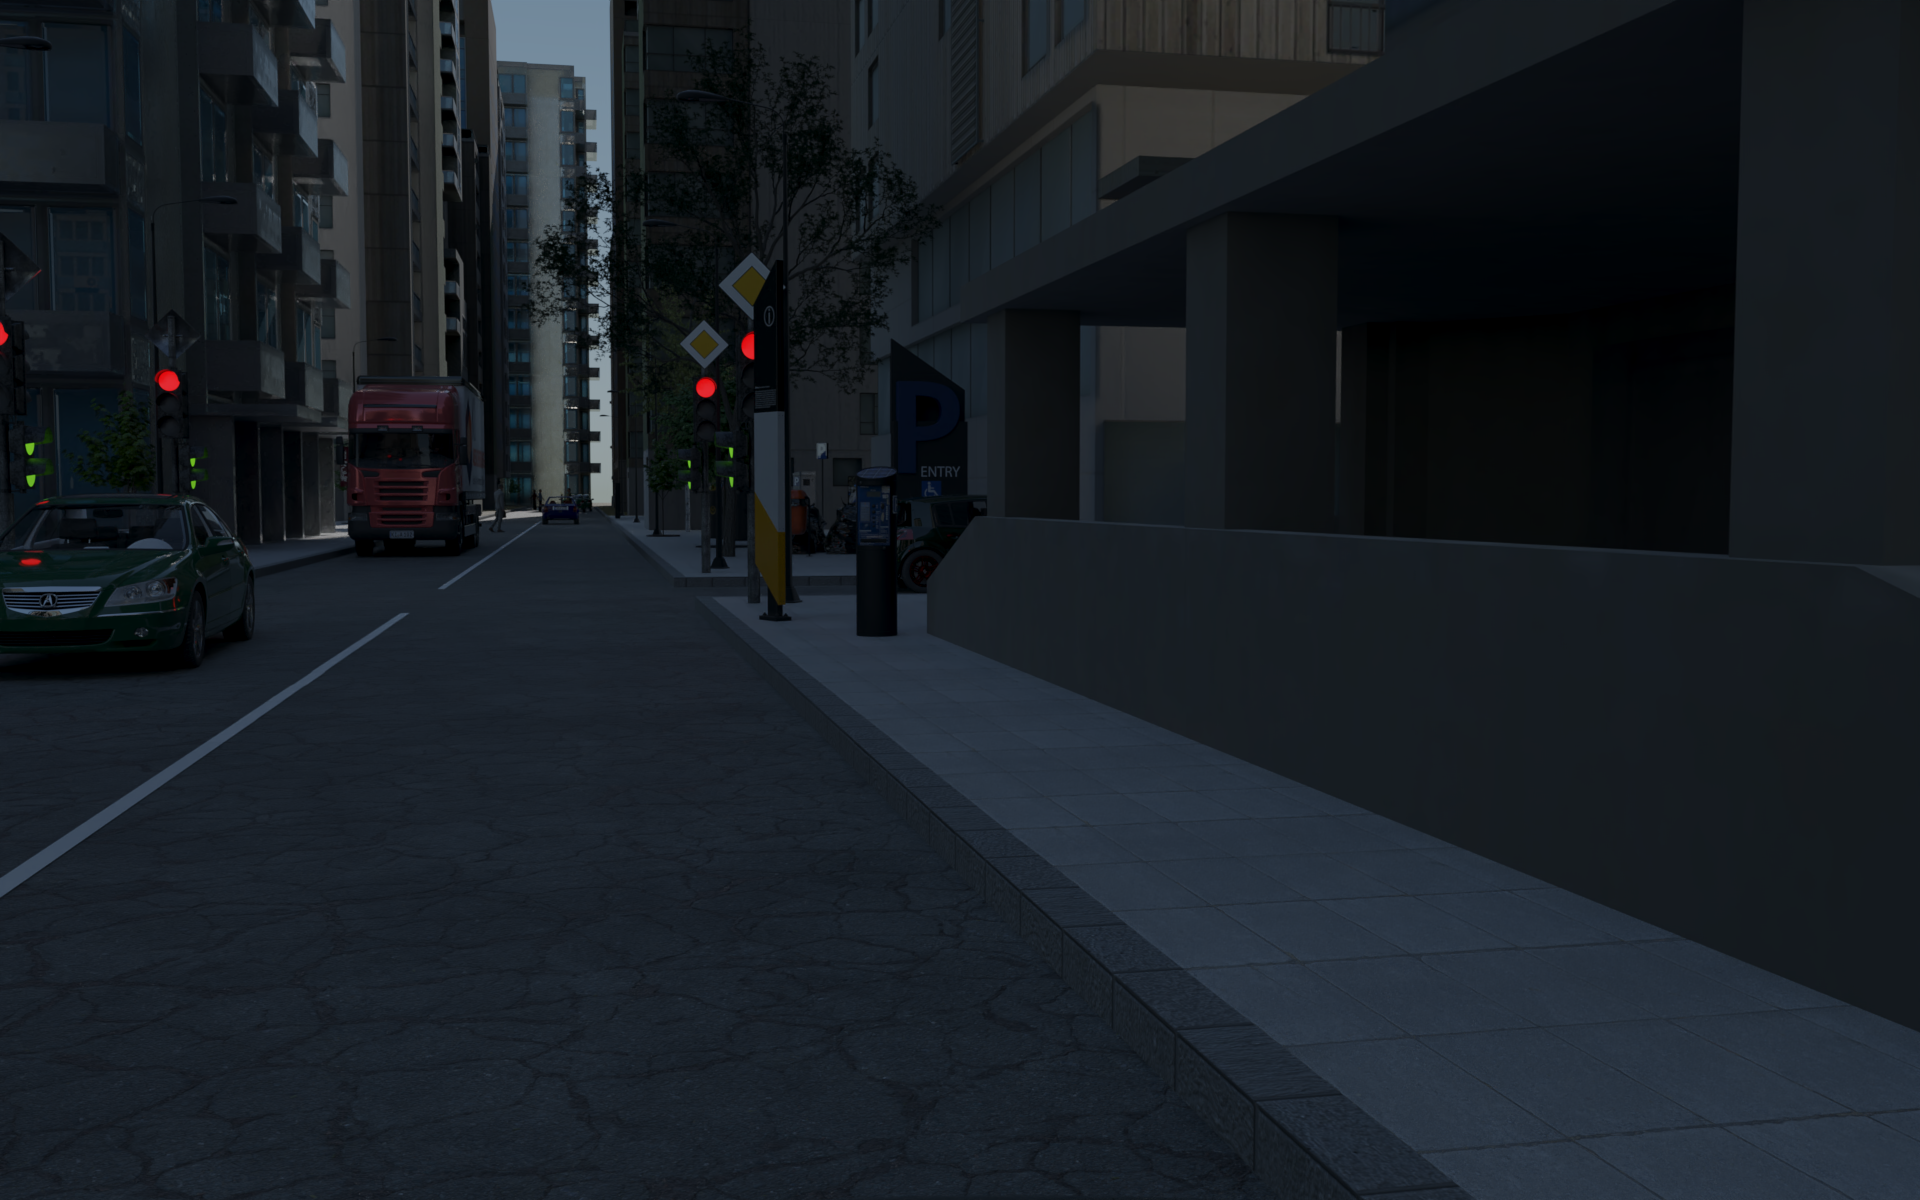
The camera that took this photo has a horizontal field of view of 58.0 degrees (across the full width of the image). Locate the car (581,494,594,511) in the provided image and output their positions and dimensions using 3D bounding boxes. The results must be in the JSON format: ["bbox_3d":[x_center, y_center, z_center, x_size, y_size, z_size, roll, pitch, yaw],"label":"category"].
[{"bbox_3d":[-31.503,-8.086,143.996,2.131,1.459,4.920,-1,4,-12],"label":"car"}]

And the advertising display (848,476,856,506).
[{"bbox_3d":[-3.704,-3.425,61.212,0.123,1.923,0.974,-2,4,-30],"label":"advertising display"}]

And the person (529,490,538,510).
[{"bbox_3d":[-37.727,-8.868,153.454,1.348,1.831,0.705,3,5,44],"label":"person"}]

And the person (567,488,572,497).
[{"bbox_3d":[-24.269,-6.045,107.436,0.705,1.812,1.348,-1,4,-20],"label":"person"}]

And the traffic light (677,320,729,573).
[{"bbox_3d":[-4.148,-2.393,28.052,0.839,4.253,0.868,-1,4,-12],"label":"traffic light"}]

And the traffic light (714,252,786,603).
[{"bbox_3d":[-2.441,-1.916,20.251,0.839,4.253,0.868,-1,4,-12],"label":"traffic light"}]

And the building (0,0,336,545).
[{"bbox_3d":[-28.185,-25.888,42.881,23.786,49.044,30.456,-1,4,-12],"label":"building"}]

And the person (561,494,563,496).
[{"bbox_3d":[-35.391,-8.692,153.871,0.557,1.426,1.065,-1,4,-14],"label":"person"}]

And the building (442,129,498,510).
[{"bbox_3d":[-44.074,-22.268,135.779,14.160,30.474,14.107,-1,4,-12],"label":"building"}]

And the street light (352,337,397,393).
[{"bbox_3d":[-17.351,-4.818,51.322,1.470,5.913,1.316,-1,4,-12],"label":"street light"}]

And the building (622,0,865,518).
[{"bbox_3d":[-14.386,-20.743,110.849,14.160,30.474,14.107,-1,4,-12],"label":"building"}]

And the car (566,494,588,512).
[{"bbox_3d":[-30.352,-7.608,136.185,2.131,1.459,4.920,-1,4,-12],"label":"car"}]

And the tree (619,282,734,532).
[{"bbox_3d":[-9.205,-6.577,57.897,4.737,8.622,4.395,0,3,0],"label":"tree"}]

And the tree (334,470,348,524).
[{"bbox_3d":[-26.238,-4.905,74.806,1.663,3.219,1.824,0,3,0],"label":"tree"}]

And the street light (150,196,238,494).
[{"bbox_3d":[-11.954,-3.333,27.038,1.470,5.913,1.316,-1,4,-12],"label":"street light"}]

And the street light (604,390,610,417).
[{"bbox_3d":[-15.058,-6.424,77.567,1.470,5.913,1.316,-1,4,-12],"label":"street light"}]

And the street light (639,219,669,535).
[{"bbox_3d":[-4.679,-3.488,29.568,1.470,5.913,1.316,-1,4,-12],"label":"street light"}]

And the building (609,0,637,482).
[{"bbox_3d":[-22.132,-30.327,145.959,14.600,45.320,14.200,-1,4,-12],"label":"building"}]

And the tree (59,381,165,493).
[{"bbox_3d":[-14.044,-2.128,29.396,1.663,3.219,1.824,0,3,0],"label":"tree"}]

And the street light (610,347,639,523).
[{"bbox_3d":[-9.970,-4.966,53.733,1.470,5.913,1.316,-1,4,-12],"label":"street light"}]

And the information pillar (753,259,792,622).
[{"bbox_3d":[-1.926,-1.603,17.558,0.183,3.616,0.504,-3,4,-36],"label":"information pillar"}]

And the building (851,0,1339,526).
[{"bbox_3d":[12.064,-27.783,43.493,27.495,52.752,28.713,-1,4,-12],"label":"building"}]

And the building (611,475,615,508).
[{"bbox_3d":[-17.319,-29.059,166.996,32.217,40.220,23.993,-1,4,-12],"label":"building"}]

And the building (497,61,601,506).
[{"bbox_3d":[-55.354,-34.922,190.587,30.456,49.044,23.786,-1,4,-12],"label":"building"}]

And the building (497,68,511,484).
[{"bbox_3d":[-50.295,-29.427,164.727,14.086,41.232,14.154,-1,4,-12],"label":"building"}]

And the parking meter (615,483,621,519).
[{"bbox_3d":[-17.960,-5.206,90.830,0.255,1.863,0.399,-1,4,-17],"label":"parking meter"}]

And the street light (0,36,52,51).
[{"bbox_3d":[-9.923,-2.759,17.645,1.470,5.913,1.316,-1,4,-12],"label":"street light"}]

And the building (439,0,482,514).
[{"bbox_3d":[-42.519,-48.805,110.641,22.319,86.520,31.000,-1,4,-12],"label":"building"}]

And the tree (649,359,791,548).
[{"bbox_3d":[-5.743,-3.547,41.703,4.285,4.588,4.351,0,3,0],"label":"tree"}]

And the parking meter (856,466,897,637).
[{"bbox_3d":[-0.754,-0.445,15.684,0.372,1.533,0.369,0,3,0],"label":"parking meter"}]

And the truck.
[{"bbox_3d":[-13.499,-3.333,43.412,2.839,4.237,11.283,-1,4,-12],"label":"truck"}]

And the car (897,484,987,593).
[{"bbox_3d":[0.662,-0.993,26.019,4.222,1.686,2.009,-1,4,-12],"label":"car"}]

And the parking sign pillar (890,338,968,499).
[{"bbox_3d":[-0.536,-2.546,30.093,1.447,3.967,1.447,-1,4,-10],"label":"parking sign pillar"}]

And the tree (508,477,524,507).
[{"bbox_3d":[-45.306,-11.058,175.398,1.663,3.219,1.824,0,3,0],"label":"tree"}]

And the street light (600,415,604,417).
[{"bbox_3d":[-20.364,-7.884,101.437,1.470,5.913,1.316,-1,4,-12],"label":"street light"}]

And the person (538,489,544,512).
[{"bbox_3d":[-33.688,-7.992,139.153,0.705,1.826,1.348,0,4,3],"label":"person"}]

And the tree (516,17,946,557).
[{"bbox_3d":[-4.705,-6.139,34.783,8.767,10.594,7.601,-1,4,-9],"label":"tree"}]

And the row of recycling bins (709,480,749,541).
[{"bbox_3d":[-6.392,-2.556,48.901,1.069,1.692,3.534,-1,4,-18],"label":"row of recycling bins"}]

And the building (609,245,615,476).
[{"bbox_3d":[-31.642,-25.716,192.161,14.107,30.474,14.160,-1,4,-12],"label":"building"}]

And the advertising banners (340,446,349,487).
[{"bbox_3d":[-22.136,-4.150,64.040,0.090,3.025,2.074,2,4,34],"label":"advertising banners"}]

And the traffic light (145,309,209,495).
[{"bbox_3d":[-11.922,-2.289,26.341,0.839,4.253,0.868,-1,4,-12],"label":"traffic light"}]

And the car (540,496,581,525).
[{"bbox_3d":[-19.090,-4.295,82.810,1.945,1.354,3.894,-1,4,-13],"label":"car"}]

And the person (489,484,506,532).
[{"bbox_3d":[-17.385,-3.475,65.433,0.709,1.813,0.853,3,4,39],"label":"person"}]

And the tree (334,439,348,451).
[{"bbox_3d":[-22.664,-5.110,67.264,4.285,4.588,4.351,0,3,0],"label":"tree"}]

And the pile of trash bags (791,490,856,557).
[{"bbox_3d":[-3.015,-1.667,37.004,1.912,1.369,3.447,1,4,13],"label":"pile of trash bags"}]

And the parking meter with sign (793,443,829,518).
[{"bbox_3d":[-5.283,-3.808,58.520,1.738,3.016,0.543,-3,5,-43],"label":"parking meter with sign"}]

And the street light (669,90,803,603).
[{"bbox_3d":[-2.570,-2.916,20.211,1.470,5.913,1.316,-1,4,-12],"label":"street light"}]

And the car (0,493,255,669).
[{"bbox_3d":[-7.525,-0.226,15.496,2.131,1.459,4.920,-1,4,-14],"label":"car"}]

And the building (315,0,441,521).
[{"bbox_3d":[-33.326,-24.572,85.354,14.154,41.232,14.086,-1,4,-12],"label":"building"}]

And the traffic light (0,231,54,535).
[{"bbox_3d":[-10.215,-1.812,18.540,0.839,4.253,0.868,-1,4,-12],"label":"traffic light"}]

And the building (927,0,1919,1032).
[{"bbox_3d":[16.913,-19.543,11.405,32.217,40.220,23.993,-1,4,-12],"label":"building"}]

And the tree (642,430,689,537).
[{"bbox_3d":[-8.975,-3.519,52.130,1.663,3.219,1.824,0,3,0],"label":"tree"}]

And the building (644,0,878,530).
[{"bbox_3d":[-5.608,-18.155,68.531,14.160,30.474,14.107,-1,4,-12],"label":"building"}]

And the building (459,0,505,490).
[{"bbox_3d":[-47.151,-30.536,149.375,14.600,45.320,14.200,-1,4,-12],"label":"building"}]

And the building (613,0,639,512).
[{"bbox_3d":[-15.372,-42.190,128.062,20.563,71.187,20.611,-1,4,-12],"label":"building"}]
